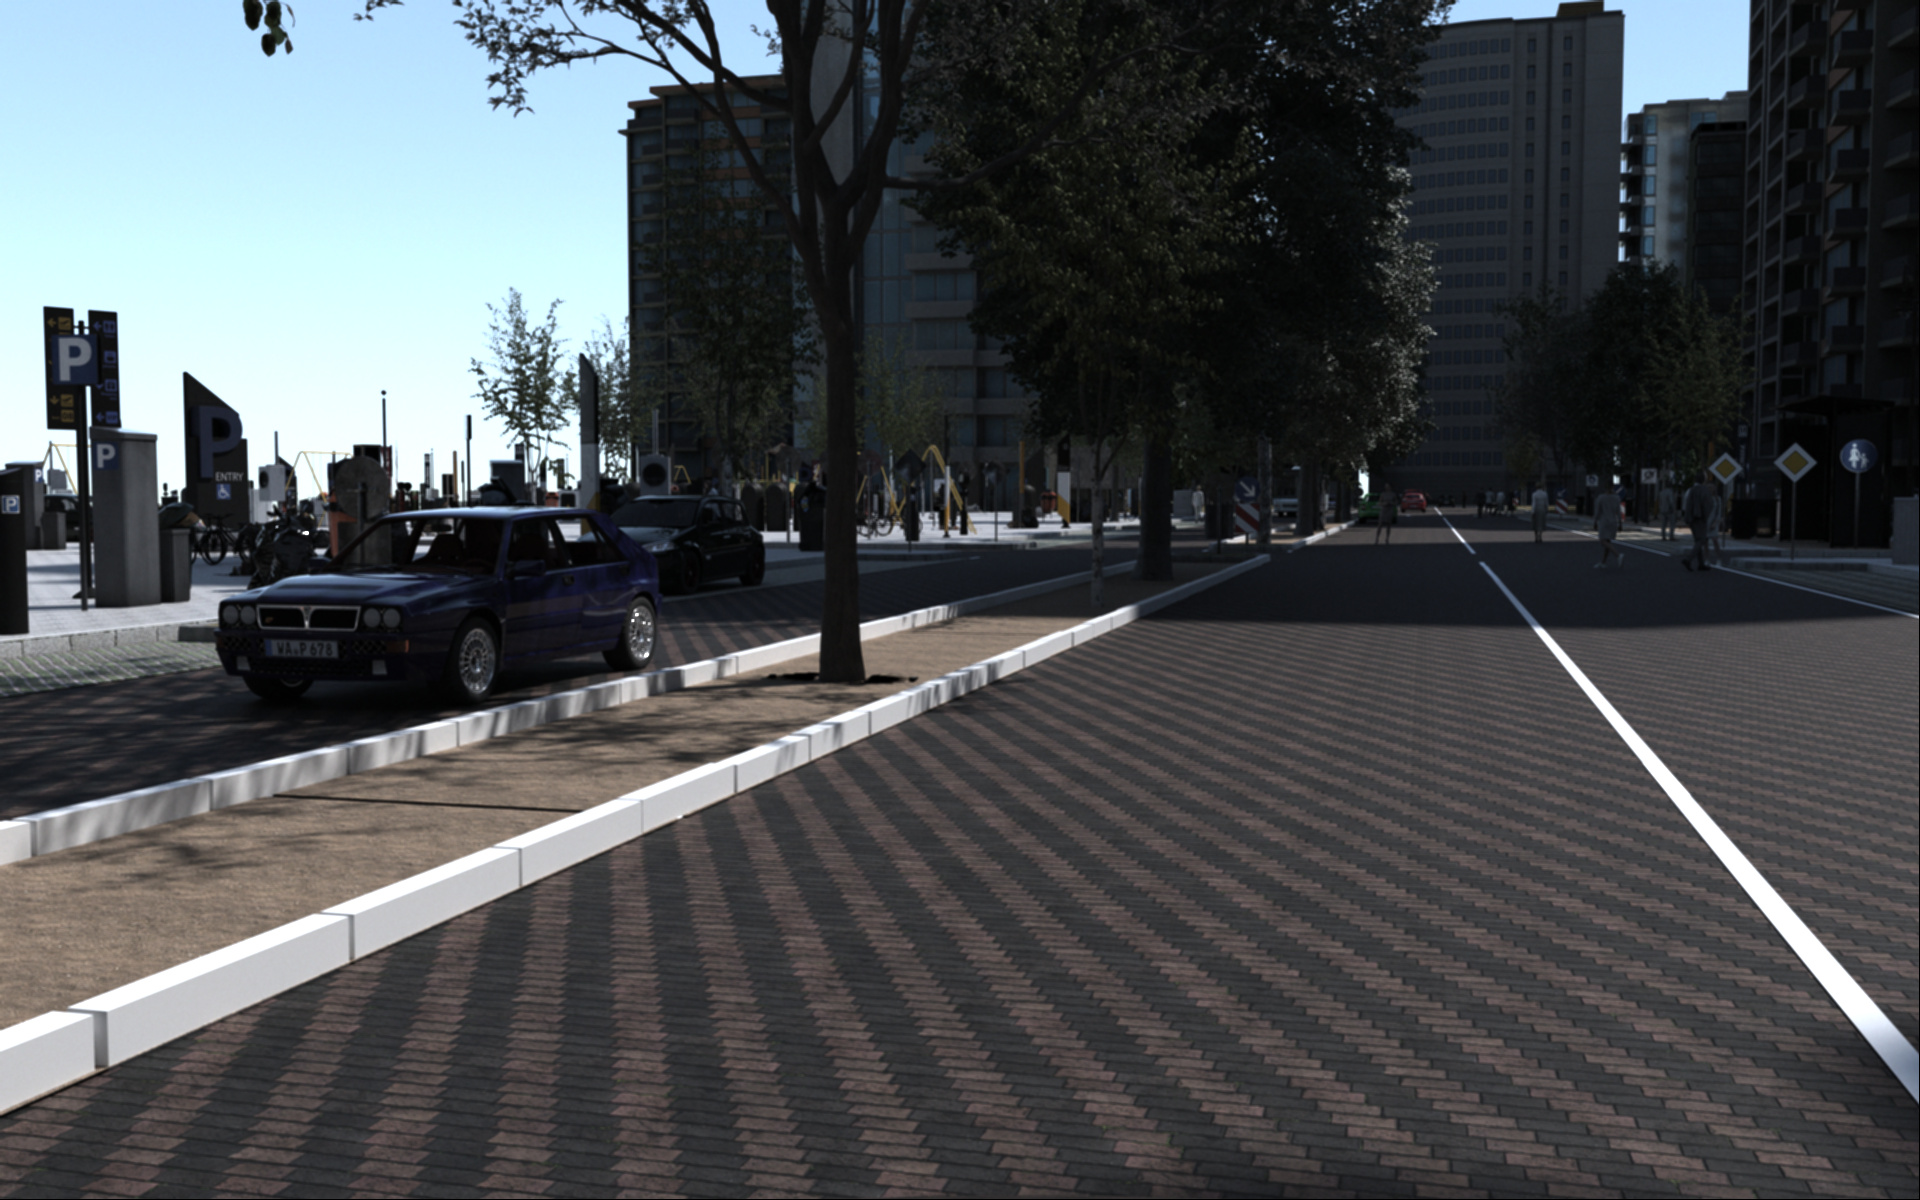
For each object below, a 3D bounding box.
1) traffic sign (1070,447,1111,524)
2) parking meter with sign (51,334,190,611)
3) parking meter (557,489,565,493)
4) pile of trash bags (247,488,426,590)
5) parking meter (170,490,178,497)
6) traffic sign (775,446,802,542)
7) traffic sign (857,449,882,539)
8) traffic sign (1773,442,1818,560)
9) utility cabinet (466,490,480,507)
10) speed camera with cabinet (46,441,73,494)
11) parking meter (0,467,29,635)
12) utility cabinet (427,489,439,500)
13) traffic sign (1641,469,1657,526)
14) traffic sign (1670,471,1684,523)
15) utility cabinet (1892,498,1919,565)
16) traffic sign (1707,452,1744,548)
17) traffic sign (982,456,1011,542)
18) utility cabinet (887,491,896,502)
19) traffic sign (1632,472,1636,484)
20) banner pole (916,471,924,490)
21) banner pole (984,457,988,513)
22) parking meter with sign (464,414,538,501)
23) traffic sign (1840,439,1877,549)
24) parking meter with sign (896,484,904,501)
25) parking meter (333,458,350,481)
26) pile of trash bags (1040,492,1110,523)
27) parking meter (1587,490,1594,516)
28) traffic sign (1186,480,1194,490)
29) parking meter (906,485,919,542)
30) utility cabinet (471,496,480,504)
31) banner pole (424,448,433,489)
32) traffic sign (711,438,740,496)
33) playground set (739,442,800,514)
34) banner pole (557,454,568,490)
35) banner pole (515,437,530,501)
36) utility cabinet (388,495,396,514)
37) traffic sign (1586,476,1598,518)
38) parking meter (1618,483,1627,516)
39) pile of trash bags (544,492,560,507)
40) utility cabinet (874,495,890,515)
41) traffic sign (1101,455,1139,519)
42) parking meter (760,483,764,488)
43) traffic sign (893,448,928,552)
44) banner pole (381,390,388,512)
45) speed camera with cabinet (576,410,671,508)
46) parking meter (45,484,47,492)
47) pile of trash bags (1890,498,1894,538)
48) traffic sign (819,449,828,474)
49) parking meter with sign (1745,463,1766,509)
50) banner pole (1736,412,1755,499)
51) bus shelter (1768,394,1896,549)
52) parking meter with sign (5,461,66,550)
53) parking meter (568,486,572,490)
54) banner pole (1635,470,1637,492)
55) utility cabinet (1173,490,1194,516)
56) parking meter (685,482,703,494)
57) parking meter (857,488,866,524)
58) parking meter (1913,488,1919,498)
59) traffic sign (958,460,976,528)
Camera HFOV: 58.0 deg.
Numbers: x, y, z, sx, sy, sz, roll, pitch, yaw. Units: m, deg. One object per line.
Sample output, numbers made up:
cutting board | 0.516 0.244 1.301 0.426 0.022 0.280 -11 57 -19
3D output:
traffic sign | 5.406 -4.950 74.799 2.265 3.308 0.079 1 4 17
parking meter with sign | -9.523 -1.440 19.807 0.543 3.016 1.738 1 4 9
parking meter | -20.065 -4.818 87.183 0.372 1.533 0.369 0 3 0
pile of trash bags | -8.110 -0.774 22.415 1.912 1.369 3.447 -2 4 -27
parking meter | -44.208 -5.445 97.442 0.372 1.533 0.369 0 3 0
traffic sign | -4.584 -2.819 46.194 0.768 2.556 0.104 1 4 19
traffic sign | -2.569 -2.985 48.915 0.768 2.556 0.104 1 4 18
traffic sign | 16.131 -1.827 33.511 0.795 2.450 0.064 1 4 15
utility cabinet | -29.666 -5.968 106.255 1.173 1.500 0.318 -2 4 -34
speed camera with cabinet | -33.115 -4.245 63.743 0.660 3.252 2.038 -2 4 -35
parking meter | -8.755 -0.455 15.849 0.372 1.533 0.369 0 3 0
utility cabinet | -21.142 -3.723 69.542 0.318 1.500 1.173 -2 4 -25
traffic sign | 27.792 -4.146 69.910 0.606 2.300 0.079 1 4 16
traffic sign | 31.314 -4.498 75.672 0.606 2.300 0.079 2 4 24
utility cabinet | 17.470 -1.235 31.349 1.020 1.237 0.306 2 4 27
traffic sign | 18.196 -2.299 41.226 0.795 2.450 0.064 1 4 15
traffic sign | 0.961 -2.581 45.842 0.795 2.450 0.064 1 4 15
utility cabinet | -4.759 -6.395 113.236 1.173 1.500 0.318 1 4 9
traffic sign | 37.773 -5.890 96.402 0.768 2.556 0.104 1 4 19
banner pole | -2.875 -8.045 121.558 0.863 3.779 0.401 -2 4 -28
banner pole | 1.735 -7.693 115.796 0.401 3.779 0.863 1 4 21
parking meter with sign | -10.042 -2.579 38.422 1.738 3.016 0.543 -1 4 -23
traffic sign | 20.910 -2.462 40.353 0.768 2.556 0.104 1 4 23
parking meter with sign | -4.078 -7.846 124.547 1.738 3.016 0.543 -3 5 -43
parking meter | -9.967 -1.372 28.151 0.255 1.863 0.399 1 4 9
pile of trash bags | 5.089 -4.234 78.973 3.447 1.369 1.912 3 4 37
parking meter | 36.731 -5.659 100.933 0.372 1.533 0.369 0 3 0
traffic sign | 15.877 -7.297 119.306 0.884 2.594 0.081 1 4 17
parking meter | -1.287 -2.355 46.909 0.372 1.533 0.369 0 3 0
utility cabinet | -15.016 -2.670 54.815 1.020 1.237 0.306 -1 4 -19
banner pole | -28.899 -6.384 94.390 0.401 3.779 0.863 2 4 24
traffic sign | -5.374 -2.414 39.572 0.768 2.556 0.104 2 4 24
playground set | -10.247 -6.747 97.095 5.637 4.214 5.302 2 4 26
banner pole | -24.554 -7.174 107.306 0.863 3.779 0.401 -1 4 -14
banner pole | -19.000 -5.225 75.440 0.863 3.779 0.401 0 4 7
utility cabinet | -36.707 -6.169 112.022 0.306 1.237 1.020 0 4 3
traffic sign | 34.346 -5.628 94.146 0.606 2.300 0.079 1 4 20
parking meter | 36.301 -5.459 94.963 0.255 1.863 0.399 -2 4 -32
pile of trash bags | -18.512 -4.538 83.949 3.447 1.369 1.912 2 4 27
utility cabinet | -4.810 -5.867 107.081 1.020 1.237 0.306 0 4 5
traffic sign | 8.067 -5.766 88.139 2.265 3.308 0.079 1 4 19
parking meter | -10.446 -5.185 90.490 0.399 1.863 0.255 2 4 25
traffic sign | -1.103 -2.109 38.127 0.795 2.450 0.064 1 4 15
banner pole | -13.908 -3.176 41.941 0.401 3.779 0.863 -1 4 -16
speed camera with cabinet | -7.801 -2.816 40.382 2.038 3.252 0.660 0 4 -5
parking meter | -52.253 -5.690 98.747 0.399 1.863 0.255 1 4 22
pile of trash bags | 26.774 -2.570 51.769 3.447 1.369 1.912 3 4 38
traffic sign | -3.516 -2.886 47.299 0.768 2.556 0.104 1 4 22
parking meter with sign | 44.477 -6.129 96.473 1.738 3.016 0.543 -1 4 -15
banner pole | 23.882 -3.832 52.663 0.863 3.779 0.401 -2 4 -26
bus shelter | 21.860 -3.204 43.676 1.731 3.624 6.357 1 4 15
parking meter with sign | -21.521 -2.666 39.853 1.738 3.016 0.543 0 4 4
parking meter | -28.071 -7.280 124.742 0.255 1.863 0.399 0 4 -6
banner pole | 37.436 -6.451 95.498 0.863 3.779 0.401 -2 4 -33
utility cabinet | 12.832 -5.538 99.224 1.173 1.500 0.318 3 5 39
parking meter | -5.488 -1.675 35.800 0.372 1.533 0.369 0 3 0
parking meter | -4.136 -3.916 72.433 0.372 1.533 0.369 0 3 0
parking meter | 39.642 -3.870 71.683 0.372 1.533 0.369 0 3 0
traffic sign | 0.241 -3.961 64.862 0.768 2.556 0.104 2 4 25
